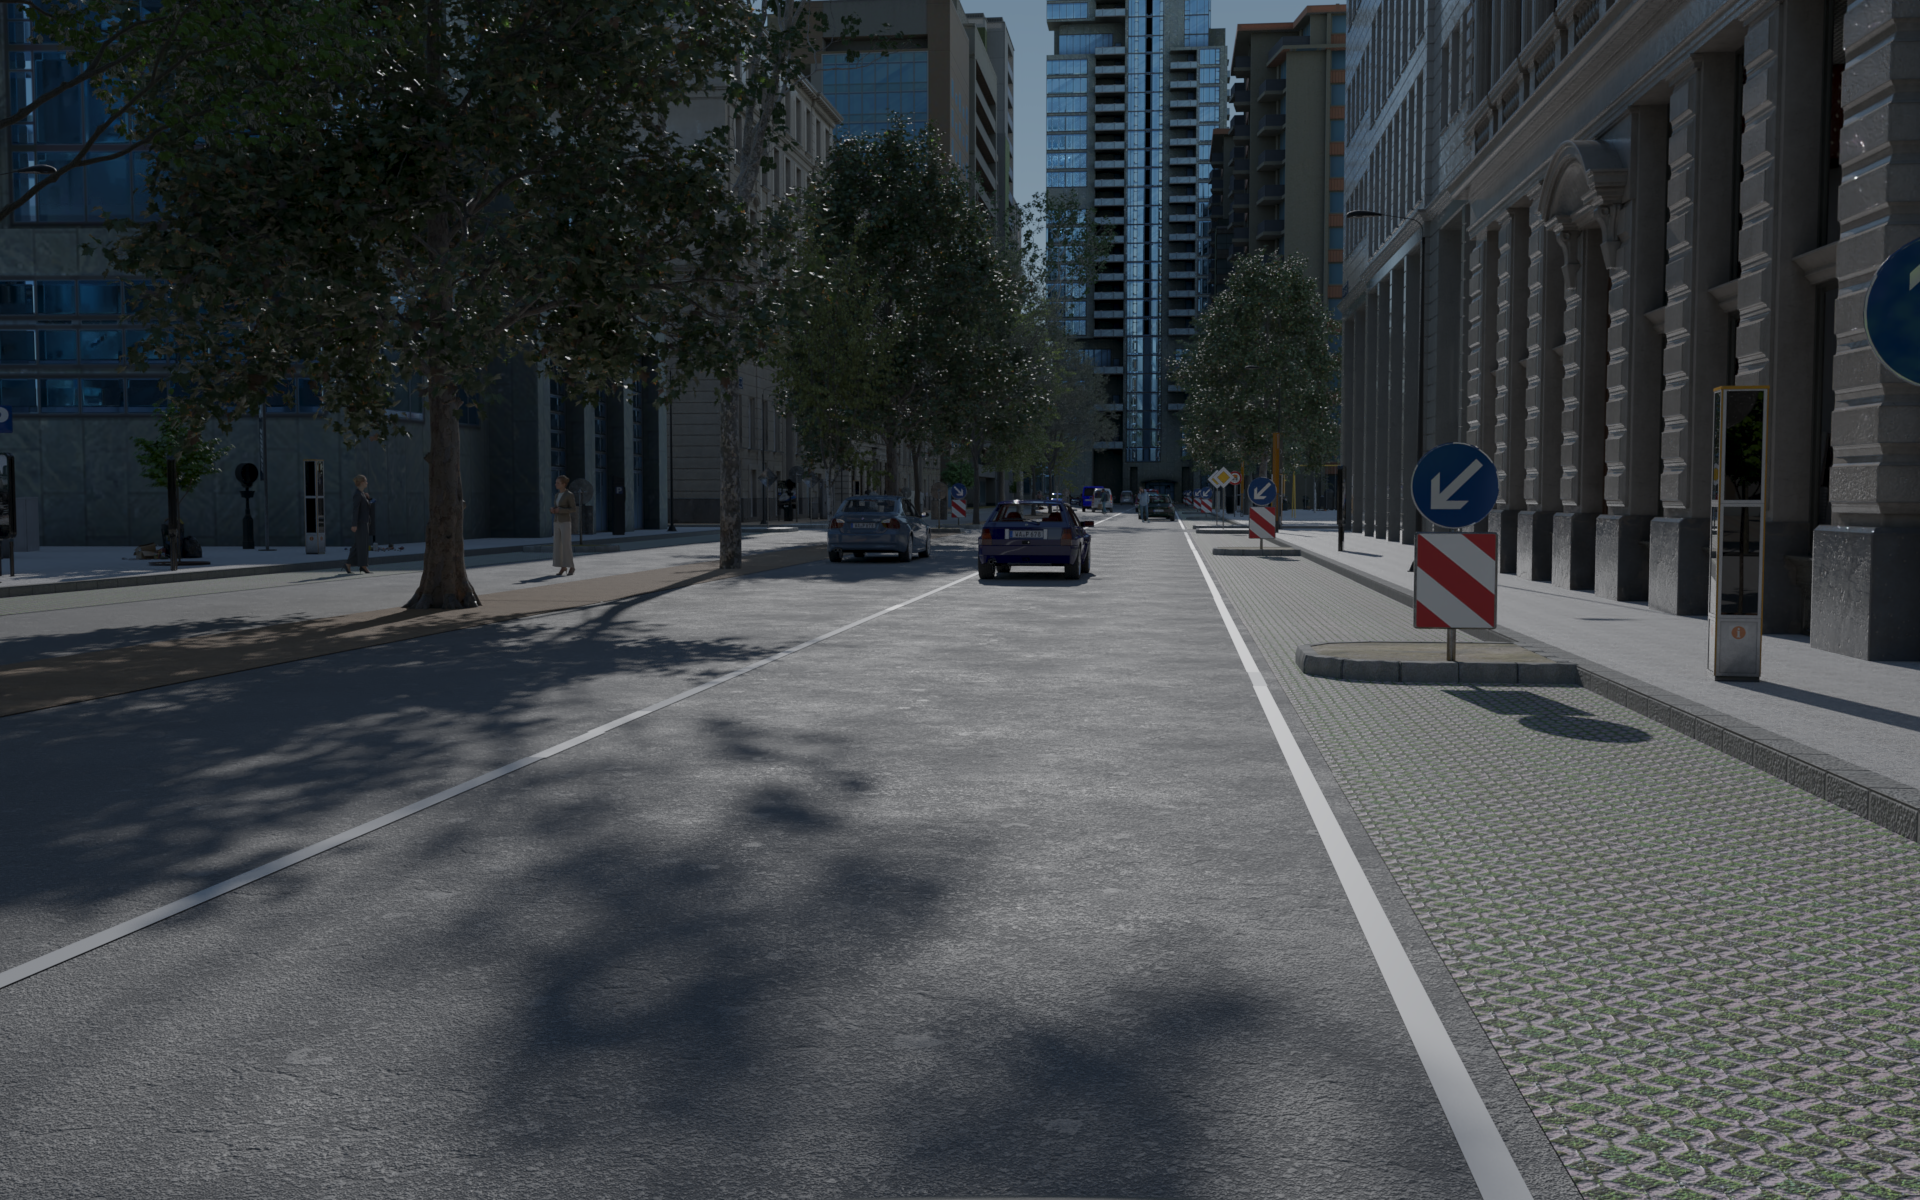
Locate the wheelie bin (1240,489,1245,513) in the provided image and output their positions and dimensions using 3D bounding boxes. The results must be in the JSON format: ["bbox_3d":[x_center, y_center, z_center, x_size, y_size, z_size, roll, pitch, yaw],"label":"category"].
[{"bbox_3d":[19.114,-6.587,115.605,0.693,1.594,0.980,-3,4,-37],"label":"wheelie bin"}]

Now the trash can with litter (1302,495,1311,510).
[{"bbox_3d":[28.162,-7.880,140.222,0.624,1.170,1.055,-1,4,-17],"label":"trash can with litter"}]

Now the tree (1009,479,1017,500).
[{"bbox_3d":[6.398,-12.692,202.111,1.663,3.219,1.824,0,3,0],"label":"tree"}]

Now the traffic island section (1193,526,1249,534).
[{"bbox_3d":[9.619,-2.502,63.180,2.009,0.180,2.903,0,4,7],"label":"traffic island section"}]

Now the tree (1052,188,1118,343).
[{"bbox_3d":[2.331,-14.781,100.007,12.611,20.169,13.585,0,3,0],"label":"tree"}]

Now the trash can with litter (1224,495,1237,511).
[{"bbox_3d":[20.824,-7.380,131.726,1.678,1.210,2.233,-1,4,-17],"label":"trash can with litter"}]

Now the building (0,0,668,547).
[{"bbox_3d":[-27.392,-45.183,51.416,31.000,86.520,22.319,0,4,7],"label":"building"}]

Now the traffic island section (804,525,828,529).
[{"bbox_3d":[-6.305,-3.110,73.121,2.009,0.180,2.903,0,4,7],"label":"traffic island section"}]

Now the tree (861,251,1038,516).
[{"bbox_3d":[-1.371,-7.537,60.097,8.767,10.594,7.601,0,4,7],"label":"tree"}]

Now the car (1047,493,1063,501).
[{"bbox_3d":[9.995,-10.431,180.137,1.945,1.707,3.694,0,4,7],"label":"car"}]

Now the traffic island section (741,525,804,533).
[{"bbox_3d":[-7.252,-2.625,65.192,2.009,0.180,2.903,0,4,7],"label":"traffic island section"}]

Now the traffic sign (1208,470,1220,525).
[{"bbox_3d":[10.542,-4.122,71.035,0.795,2.450,0.064,0,4,7],"label":"traffic sign"}]

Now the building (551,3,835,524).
[{"bbox_3d":[-14.159,-17.717,86.930,12.463,27.353,25.104,0,4,7],"label":"building"}]

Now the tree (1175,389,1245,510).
[{"bbox_3d":[21.737,-13.781,143.439,7.486,12.596,7.792,0,3,0],"label":"tree"}]

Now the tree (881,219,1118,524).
[{"bbox_3d":[0.740,-10.041,77.000,12.009,13.543,11.850,0,3,0],"label":"tree"}]

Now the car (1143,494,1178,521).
[{"bbox_3d":[10.685,-5.089,92.987,2.009,1.686,4.222,0,4,7],"label":"car"}]

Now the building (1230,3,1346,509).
[{"bbox_3d":[36.114,-30.930,160.329,22.147,44.769,28.867,0,4,7],"label":"building"}]

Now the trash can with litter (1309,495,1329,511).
[{"bbox_3d":[27.162,-7.320,130.738,1.678,1.210,2.233,-2,4,-26],"label":"trash can with litter"}]

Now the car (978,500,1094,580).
[{"bbox_3d":[1.353,-1.091,30.425,1.945,1.354,3.894,0,4,8],"label":"car"}]

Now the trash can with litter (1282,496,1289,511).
[{"bbox_3d":[24.465,-7.365,131.812,1.055,1.170,0.624,2,4,33],"label":"trash can with litter"}]

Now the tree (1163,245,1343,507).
[{"bbox_3d":[14.048,-9.953,79.742,9.611,12.733,9.660,0,3,0],"label":"tree"}]

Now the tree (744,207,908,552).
[{"bbox_3d":[-3.198,-5.479,42.406,4.737,8.622,4.395,0,3,0],"label":"tree"}]

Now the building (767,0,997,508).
[{"bbox_3d":[-7.946,-33.659,174.032,21.300,48.544,21.600,0,4,7],"label":"building"}]

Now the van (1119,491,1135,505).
[{"bbox_3d":[21.251,-13.062,220.571,2.013,2.044,4.112,0,4,6],"label":"van"}]

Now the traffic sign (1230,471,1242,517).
[{"bbox_3d":[15.228,-5.864,95.977,0.768,2.556,0.104,0,4,8],"label":"traffic sign"}]

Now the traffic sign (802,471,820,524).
[{"bbox_3d":[-6.281,-4.246,73.056,0.795,2.450,0.064,0,4,7],"label":"traffic sign"}]

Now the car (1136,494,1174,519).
[{"bbox_3d":[11.176,-5.356,99.367,2.131,1.459,4.920,0,4,7],"label":"car"}]

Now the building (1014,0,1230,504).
[{"bbox_3d":[23.961,-56.713,239.935,31.000,86.520,22.319,0,4,7],"label":"building"}]

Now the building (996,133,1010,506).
[{"bbox_3d":[-2.156,-31.065,191.502,14.154,41.232,14.086,0,4,7],"label":"building"}]

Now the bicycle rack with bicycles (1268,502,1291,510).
[{"bbox_3d":[25.114,-7.597,137.591,2.852,0.926,2.925,-3,5,-44],"label":"bicycle rack with bicycles"}]

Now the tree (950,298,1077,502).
[{"bbox_3d":[2.066,-10.283,88.705,7.486,12.596,7.792,0,3,0],"label":"tree"}]

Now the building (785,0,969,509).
[{"bbox_3d":[-6.854,-30.907,155.442,14.600,45.320,14.200,0,4,7],"label":"building"}]

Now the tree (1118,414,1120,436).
[{"bbox_3d":[4.829,-12.231,112.802,12.009,13.543,11.850,0,3,0],"label":"tree"}]

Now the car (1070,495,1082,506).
[{"bbox_3d":[13.356,-11.586,202.004,1.945,1.354,3.894,0,4,8],"label":"car"}]

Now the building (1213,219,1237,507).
[{"bbox_3d":[33.825,-25.134,182.636,14.160,30.474,14.107,0,4,7],"label":"building"}]

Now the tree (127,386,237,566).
[{"bbox_3d":[-14.248,-2.248,31.356,1.663,3.219,1.824,0,3,0],"label":"tree"}]

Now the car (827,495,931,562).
[{"bbox_3d":[-1.735,-1.575,37.750,2.014,1.417,4.499,0,4,7],"label":"car"}]

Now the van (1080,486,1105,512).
[{"bbox_3d":[10.849,-8.326,140.518,2.240,2.365,5.245,0,4,5],"label":"van"}]

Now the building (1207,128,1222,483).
[{"bbox_3d":[40.339,-33.587,203.778,22.147,44.769,28.867,0,4,7],"label":"building"}]

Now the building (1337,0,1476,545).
[{"bbox_3d":[17.095,-16.390,45.471,11.434,29.767,29.804,0,4,7],"label":"building"}]

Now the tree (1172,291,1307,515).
[{"bbox_3d":[17.714,-12.223,106.506,9.857,13.997,8.962,0,3,0],"label":"tree"}]

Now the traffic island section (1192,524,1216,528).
[{"bbox_3d":[10.566,-2.986,71.109,2.009,0.180,2.903,0,4,7],"label":"traffic island section"}]

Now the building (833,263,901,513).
[{"bbox_3d":[-9.908,-14.945,108.986,10.561,19.102,19.286,0,4,7],"label":"building"}]

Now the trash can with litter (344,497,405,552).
[{"bbox_3d":[-13.245,-1.747,39.619,1.678,1.210,2.233,0,4,6],"label":"trash can with litter"}]

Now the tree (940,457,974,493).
[{"bbox_3d":[-0.052,-9.908,145.716,4.285,4.588,4.351,0,3,0],"label":"tree"}]

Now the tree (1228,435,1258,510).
[{"bbox_3d":[20.593,-10.808,127.080,4.360,8.622,3.978,0,3,0],"label":"tree"}]

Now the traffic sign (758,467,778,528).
[{"bbox_3d":[-7.228,-3.761,65.127,0.795,2.450,0.064,0,4,7],"label":"traffic sign"}]

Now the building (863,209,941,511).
[{"bbox_3d":[-8.606,-20.439,131.440,12.463,27.353,25.104,0,4,7],"label":"building"}]

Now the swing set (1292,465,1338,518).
[{"bbox_3d":[19.264,-5.842,93.143,3.119,2.851,2.862,0,4,8],"label":"swing set"}]

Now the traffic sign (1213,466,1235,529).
[{"bbox_3d":[9.595,-3.637,63.106,0.795,2.450,0.064,0,4,7],"label":"traffic sign"}]

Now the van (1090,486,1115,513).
[{"bbox_3d":[11.164,-7.872,135.726,2.013,2.044,4.112,0,4,5],"label":"van"}]

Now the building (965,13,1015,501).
[{"bbox_3d":[-7.778,-41.043,213.054,28.212,58.520,21.231,0,4,7],"label":"building"}]

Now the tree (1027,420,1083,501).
[{"bbox_3d":[7.576,-11.084,134.042,4.737,8.622,4.395,0,3,0],"label":"tree"}]

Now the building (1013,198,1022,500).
[{"bbox_3d":[1.089,-34.025,239.898,14.086,41.232,14.154,0,4,7],"label":"building"}]

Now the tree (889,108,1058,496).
[{"bbox_3d":[-2.006,-8.067,51.356,9.611,12.733,9.660,0,3,0],"label":"tree"}]

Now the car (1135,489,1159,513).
[{"bbox_3d":[14.825,-7.782,135.908,2.281,1.827,5.304,0,4,7],"label":"car"}]

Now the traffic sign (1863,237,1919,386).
[{"bbox_3d":[4.804,-0.513,8.495,0.768,2.556,0.104,1,4,11],"label":"traffic sign"}]

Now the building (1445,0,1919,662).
[{"bbox_3d":[12.814,-11.761,21.170,11.050,23.489,19.941,0,4,7],"label":"building"}]

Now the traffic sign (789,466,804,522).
[{"bbox_3d":[-7.377,-4.780,78.256,0.768,2.556,0.104,1,4,10],"label":"traffic sign"}]
